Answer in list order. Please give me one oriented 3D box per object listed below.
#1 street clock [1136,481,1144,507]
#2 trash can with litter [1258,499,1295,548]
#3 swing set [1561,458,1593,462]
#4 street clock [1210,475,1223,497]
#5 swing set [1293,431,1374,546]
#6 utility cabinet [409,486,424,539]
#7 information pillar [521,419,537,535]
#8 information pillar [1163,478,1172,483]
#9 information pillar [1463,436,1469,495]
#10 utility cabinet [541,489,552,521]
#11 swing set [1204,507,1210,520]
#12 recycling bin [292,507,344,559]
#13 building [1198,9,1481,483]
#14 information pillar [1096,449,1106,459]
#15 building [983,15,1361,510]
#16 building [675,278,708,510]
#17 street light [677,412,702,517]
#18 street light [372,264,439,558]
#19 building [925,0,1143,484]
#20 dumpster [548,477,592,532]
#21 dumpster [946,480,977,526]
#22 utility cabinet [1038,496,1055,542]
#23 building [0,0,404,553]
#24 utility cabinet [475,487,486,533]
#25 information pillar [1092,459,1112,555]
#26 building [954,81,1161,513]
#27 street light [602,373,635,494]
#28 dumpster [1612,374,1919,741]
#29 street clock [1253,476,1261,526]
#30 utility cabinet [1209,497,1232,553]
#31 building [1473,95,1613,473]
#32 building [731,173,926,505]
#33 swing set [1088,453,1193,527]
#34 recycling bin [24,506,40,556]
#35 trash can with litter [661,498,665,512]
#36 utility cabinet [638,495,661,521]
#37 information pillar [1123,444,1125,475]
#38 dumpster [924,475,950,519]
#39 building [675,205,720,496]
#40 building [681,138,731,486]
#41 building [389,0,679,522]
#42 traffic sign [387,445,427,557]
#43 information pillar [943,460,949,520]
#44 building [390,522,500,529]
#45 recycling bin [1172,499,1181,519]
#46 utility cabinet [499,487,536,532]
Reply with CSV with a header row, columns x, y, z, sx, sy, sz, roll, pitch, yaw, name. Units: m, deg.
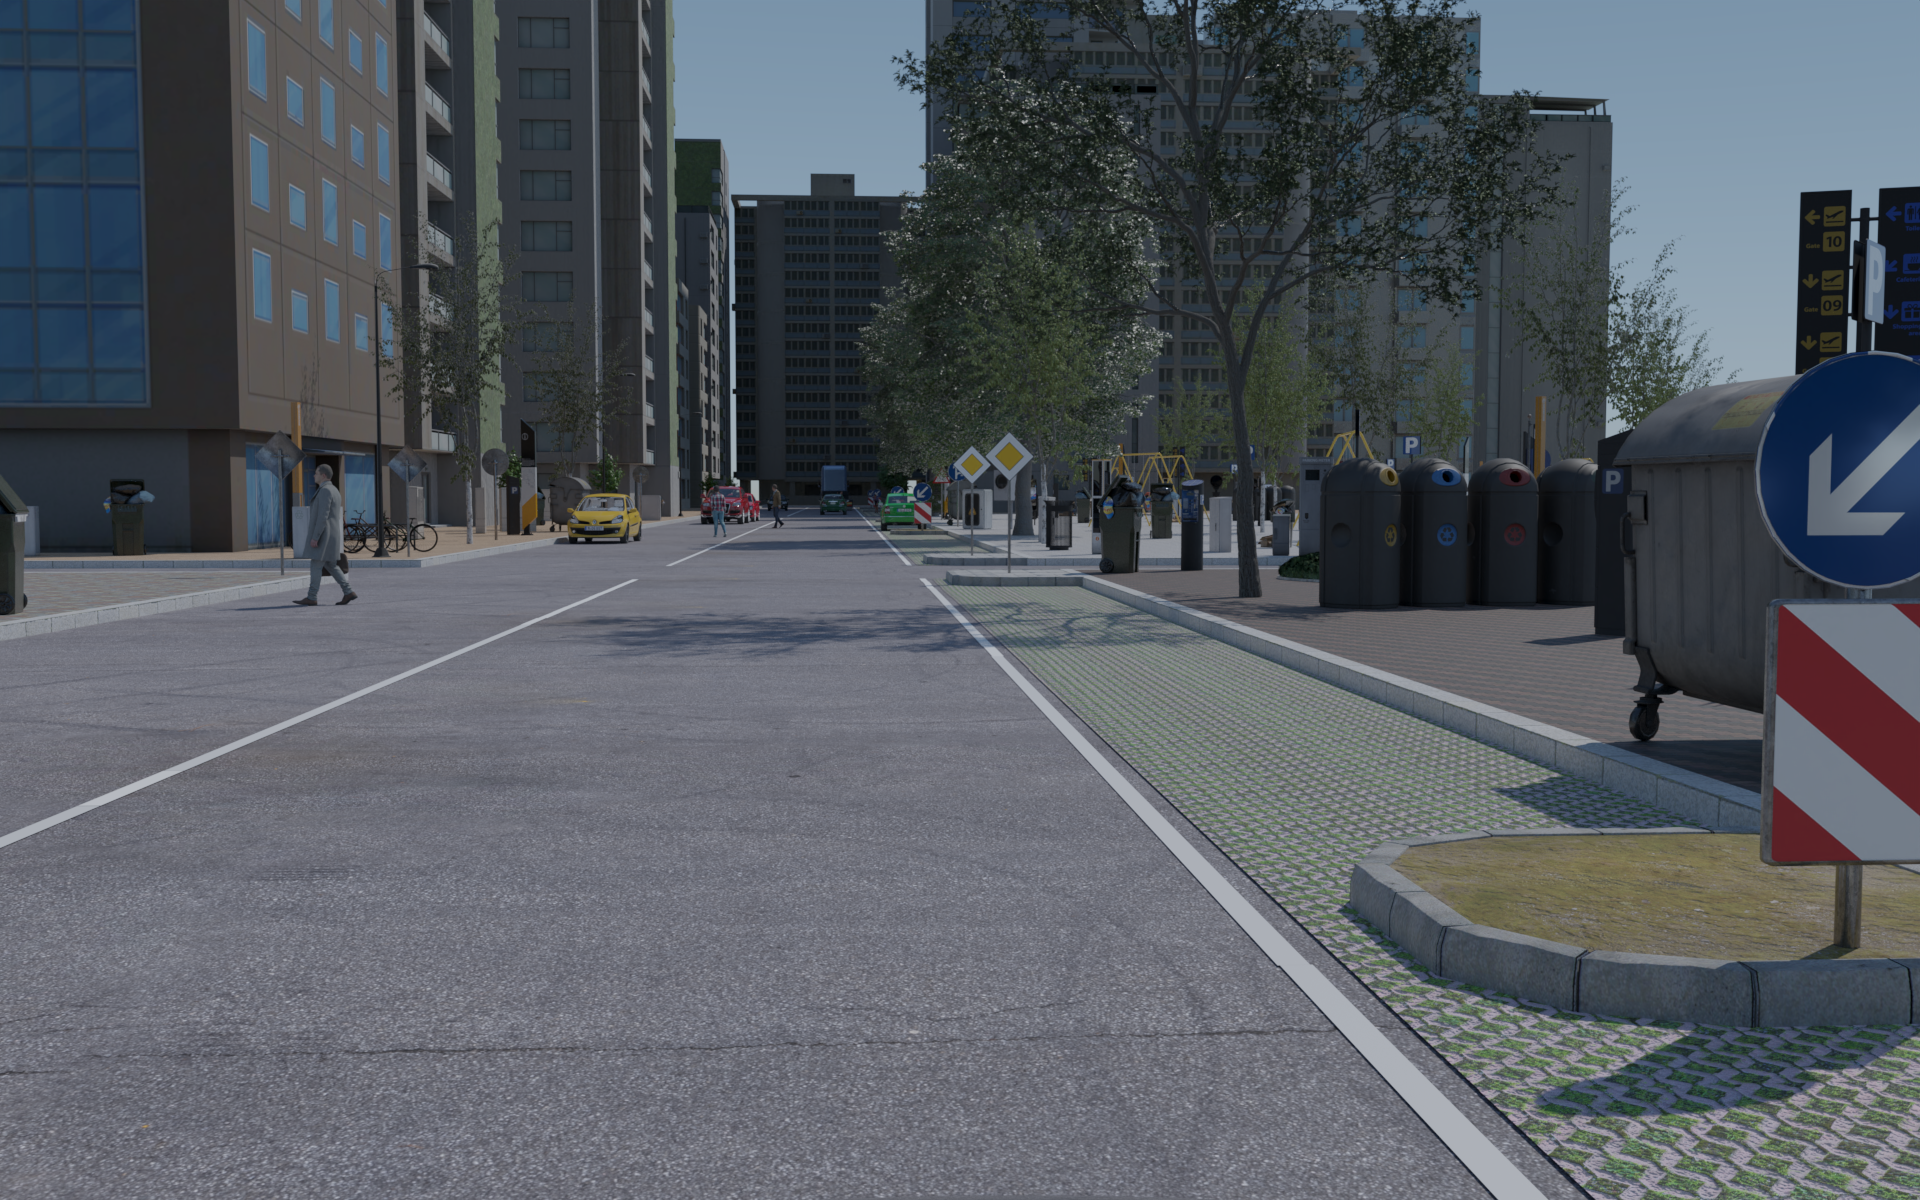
x,y,z,sx,sy,sz,roll,pitch,yaw,name
9.821,-5.504,94.563,0.358,2.002,0.471,-2,4,-31,street clock
7.525,-1.837,41.427,0.624,1.170,1.055,-2,4,-30,trash can with litter
27.408,-4.871,77.259,2.862,2.851,3.119,0,4,-3,swing set
9.653,-3.713,65.280,0.471,2.002,0.358,0,4,7,street clock
9.815,-2.824,43.791,2.862,2.851,3.119,0,4,5,swing set
-15.391,-2.465,48.975,0.318,1.500,1.173,-1,4,-9,utility cabinet
-13.371,-3.812,53.682,0.504,3.616,0.183,1,4,12,information pillar
9.540,-4.595,79.616,0.304,2.012,0.304,-3,5,-43,information pillar
20.457,-4.813,70.052,0.183,3.616,0.504,2,4,34,information pillar
-19.346,-4.399,80.604,1.173,1.500,0.318,-1,4,-16,utility cabinet
8.528,-4.516,71.455,2.862,2.851,3.119,-1,4,-19,swing set
-12.842,-1.352,34.651,0.722,1.027,0.722,1,4,11,recycling bin
36.075,-33.953,174.746,30.456,49.044,23.786,0,4,-4,building
6.840,-5.674,84.122,0.504,3.616,0.183,-1,4,-12,information pillar
14.237,-27.698,144.746,32.217,40.220,23.993,0,4,-4,building
-37.230,-18.786,152.192,27.650,21.520,28.899,0,4,-4,building
-15.359,-7.701,98.455,1.470,5.913,1.316,0,4,-4,street light
-11.207,-3.821,35.019,1.470,5.913,1.316,0,4,-4,street light
7.098,-38.398,169.813,21.231,58.520,28.212,0,4,-4,building
-13.339,-3.268,59.188,1.264,1.857,1.865,0,4,-4,dumpster
0.098,-3.982,70.860,1.264,1.857,1.865,0,4,-4,dumpster
2.330,-2.151,46.323,0.306,1.237,1.020,1,4,13,utility cabinet
-22.962,-24.022,42.873,14.600,45.320,14.200,0,4,-4,building
-15.665,-2.929,56.571,0.318,1.500,1.173,-1,4,-13,utility cabinet
3.007,-1.977,36.822,0.304,2.012,0.304,3,5,40,information pillar
6.424,-21.621,125.207,14.160,30.474,14.107,0,4,-4,building
-13.185,-5.759,66.704,1.470,5.913,1.316,0,4,-4,street light
4.111,-0.155,8.288,1.264,1.857,1.865,0,4,-4,dumpster
12.001,-3.951,69.168,0.358,2.002,0.471,0,4,-2,street clock
5.770,-1.668,38.430,0.306,1.237,1.020,0,4,-4,utility cabinet
58.184,-30.433,181.173,14.086,41.232,14.154,0,4,-4,building
-15.608,-31.856,212.723,23.993,40.220,32.217,0,4,-4,building
6.948,-4.229,66.763,2.862,2.851,3.119,-2,4,-26,swing set
-19.498,-1.424,35.837,0.722,1.027,0.722,-1,4,-21,recycling bin
-15.021,-4.547,85.732,0.624,1.170,1.055,0,4,2,trash can with litter
-14.975,-4.429,83.574,1.020,1.237,0.306,0,4,-3,utility cabinet
7.597,-5.460,80.631,0.183,3.616,0.504,0,4,-3,information pillar
-1.262,-5.278,88.790,1.502,2.255,1.985,0,4,-4,dumpster
-31.554,-24.655,174.811,14.107,30.474,14.160,0,4,-4,building
-34.152,-31.710,202.058,14.086,41.232,14.154,0,4,-4,building
-23.083,-25.078,93.614,14.154,41.232,14.086,0,4,-4,building
-11.221,-1.930,35.200,0.795,2.450,0.064,0,4,-4,traffic sign
-0.656,-5.814,86.420,0.183,3.616,0.504,-1,4,-20,information pillar
-25.763,-23.325,64.960,14.154,41.232,14.086,0,4,-4,building
10.429,-4.375,84.091,0.722,1.027,0.722,0,4,-7,recycling bin
-14.950,-3.049,58.537,1.173,1.500,0.318,-2,4,-30,utility cabinet
